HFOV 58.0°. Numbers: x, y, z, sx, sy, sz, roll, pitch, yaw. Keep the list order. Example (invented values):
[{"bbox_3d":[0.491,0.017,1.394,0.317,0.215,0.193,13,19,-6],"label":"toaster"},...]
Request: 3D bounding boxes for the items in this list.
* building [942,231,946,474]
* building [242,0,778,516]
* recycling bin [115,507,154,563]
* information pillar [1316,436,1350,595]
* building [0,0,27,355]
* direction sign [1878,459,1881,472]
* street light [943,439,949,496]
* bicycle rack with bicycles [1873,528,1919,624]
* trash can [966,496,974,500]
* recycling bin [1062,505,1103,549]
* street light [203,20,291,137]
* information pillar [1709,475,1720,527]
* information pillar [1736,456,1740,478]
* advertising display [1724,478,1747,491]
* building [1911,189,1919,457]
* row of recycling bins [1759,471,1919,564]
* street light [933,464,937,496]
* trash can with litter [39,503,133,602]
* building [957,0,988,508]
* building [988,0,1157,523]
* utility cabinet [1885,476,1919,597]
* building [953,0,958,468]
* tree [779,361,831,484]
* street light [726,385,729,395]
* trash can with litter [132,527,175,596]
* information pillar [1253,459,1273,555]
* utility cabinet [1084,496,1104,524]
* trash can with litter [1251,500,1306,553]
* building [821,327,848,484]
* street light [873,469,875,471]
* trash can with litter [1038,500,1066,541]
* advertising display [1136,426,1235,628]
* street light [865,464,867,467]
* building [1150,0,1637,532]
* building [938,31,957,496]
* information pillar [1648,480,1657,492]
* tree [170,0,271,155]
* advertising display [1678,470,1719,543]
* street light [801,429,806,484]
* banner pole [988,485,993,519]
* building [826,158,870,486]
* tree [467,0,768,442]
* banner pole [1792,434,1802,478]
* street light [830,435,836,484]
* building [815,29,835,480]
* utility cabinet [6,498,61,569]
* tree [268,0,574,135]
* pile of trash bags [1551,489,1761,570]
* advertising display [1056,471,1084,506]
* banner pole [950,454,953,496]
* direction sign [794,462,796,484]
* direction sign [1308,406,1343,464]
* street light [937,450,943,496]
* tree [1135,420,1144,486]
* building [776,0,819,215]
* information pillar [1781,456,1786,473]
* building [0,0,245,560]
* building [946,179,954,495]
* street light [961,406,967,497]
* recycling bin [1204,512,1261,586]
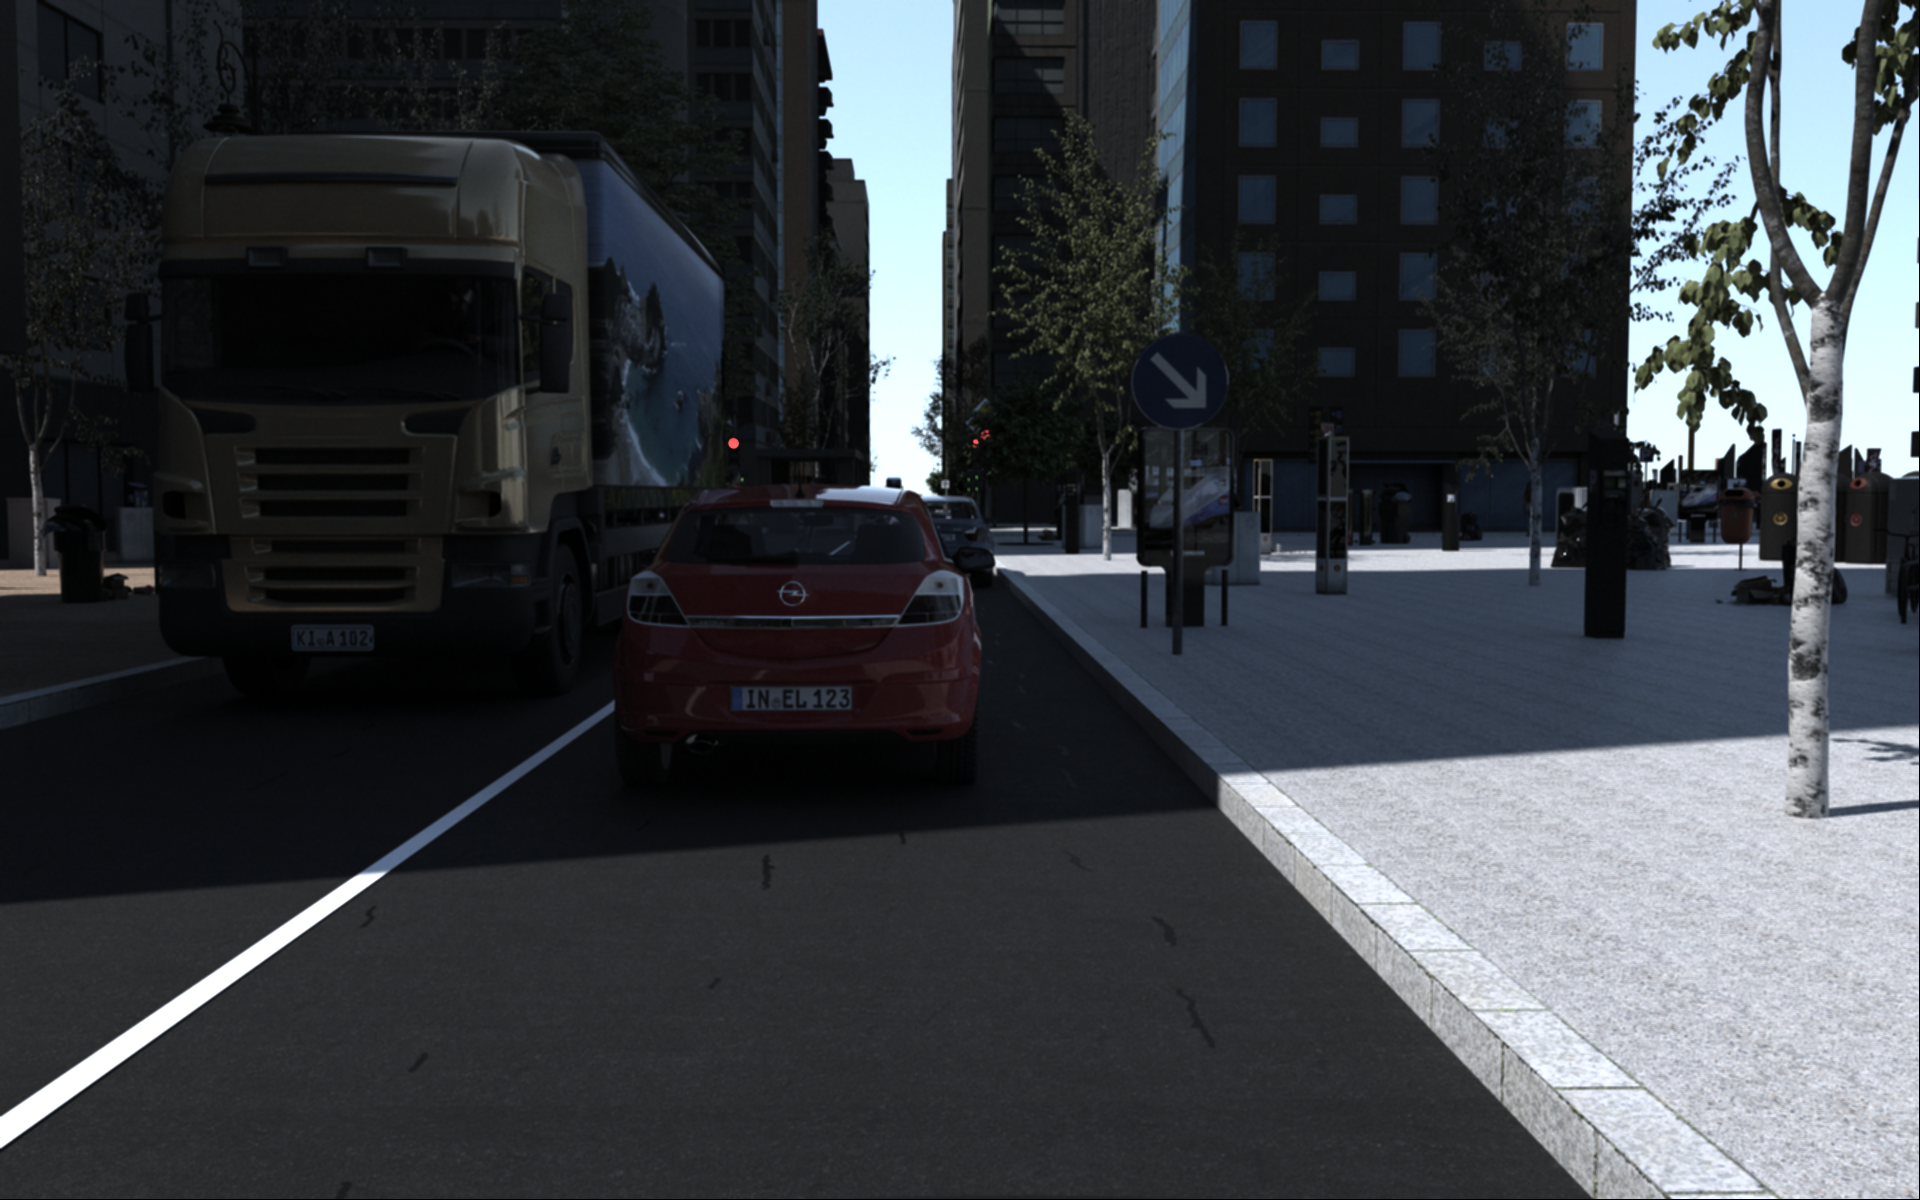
[{"bbox_3d":[4.001,-38.874,285.691,14.600,45.320,14.200,0,4,-1],"label":"building"},{"bbox_3d":[-20.196,-23.112,69.764,32.217,40.220,23.993,0,4,-1],"label":"building"},{"bbox_3d":[-15.486,-1.229,32.655,0.722,1.027,0.722,-2,4,-32],"label":"recycling bin"},{"bbox_3d":[4.766,-1.081,22.173,0.304,2.012,0.304,-1,4,-17],"label":"information pillar"},{"bbox_3d":[-16.240,-21.962,9.194,14.600,45.320,14.200,0,4,-1],"label":"building"},{"bbox_3d":[58.642,-7.294,111.251,0.876,3.537,0.379,2,4,35],"label":"direction sign"},{"bbox_3d":[-0.896,-9.822,133.377,0.468,5.910,1.993,0,4,-1],"label":"street light"},{"bbox_3d":[10.382,-0.233,17.192,2.852,0.926,2.925,3,5,41],"label":"bicycle rack with bicycles"},{"bbox_3d":[0.762,-6.472,117.468,0.748,1.137,0.748,0,3,0],"label":"trash can"},{"bbox_3d":[2.887,-1.730,40.843,0.722,1.027,0.722,3,5,40],"label":"recycling bin"},{"bbox_3d":[-7.083,-2.738,17.560,0.468,5.910,1.993,0,4,-1],"label":"street light"},{"bbox_3d":[29.190,-3.825,67.034,0.304,2.012,0.304,1,4,11],"label":"information pillar"},{"bbox_3d":[47.468,-6.993,105.697,0.183,3.616,0.504,0,4,2],"label":"information pillar"},{"bbox_3d":[30.727,-3.879,68.635,0.974,1.923,0.123,-1,4,-16],"label":"advertising display"},{"bbox_3d":[52.382,-27.286,69.835,21.600,48.544,21.300,0,4,-1],"label":"building"},{"bbox_3d":[16.602,-1.545,32.372,1.069,1.692,3.534,-2,4,-29],"label":"row of recycling bins"},{"bbox_3d":[-2.677,-14.468,209.336,0.468,5.910,1.993,0,4,-1],"label":"street light"},{"bbox_3d":[-10.450,-0.574,20.769,0.624,1.170,1.055,0,4,4],"label":"trash can with litter"},{"bbox_3d":[10.657,-32.065,147.957,21.300,48.544,21.600,0,4,-1],"label":"building"},{"bbox_3d":[8.259,-24.350,81.709,14.154,41.232,14.086,0,4,-1],"label":"building"},{"bbox_3d":[11.799,-0.769,21.256,0.318,1.500,1.173,0,4,3],"label":"utility cabinet"},{"bbox_3d":[9.775,-39.862,193.749,21.231,58.520,28.212,0,4,-1],"label":"building"},{"bbox_3d":[-9.207,-8.944,96.595,4.737,8.622,4.395,0,3,0],"label":"tree"},{"bbox_3d":[-8.010,-5.251,58.642,0.468,5.910,1.993,0,4,-1],"label":"street light"},{"bbox_3d":[-9.947,-0.716,22.766,1.678,1.210,2.233,2,4,26],"label":"trash can with litter"},{"bbox_3d":[6.400,-1.964,36.608,0.304,2.012,0.304,-1,4,-13],"label":"information pillar"},{"bbox_3d":[5.668,-3.826,73.721,1.020,1.237,0.306,0,4,4],"label":"utility cabinet"},{"bbox_3d":[6.623,-1.682,38.565,1.678,1.210,2.233,-1,4,-10],"label":"trash can with litter"},{"bbox_3d":[-26.725,-21.149,190.825,27.650,21.520,28.899,0,4,-1],"label":"building"},{"bbox_3d":[-12.936,-17.583,260.267,0.468,5.910,1.993,0,4,-1],"label":"street light"},{"bbox_3d":[2.716,-2.231,47.860,1.055,1.170,0.624,-2,4,-25],"label":"trash can with litter"},{"bbox_3d":[2.177,-0.704,16.718,0.974,1.923,0.123,-1,4,-17],"label":"advertising display"},{"bbox_3d":[-11.853,-15.030,218.534,0.468,5.910,1.993,0,4,-1],"label":"street light"},{"bbox_3d":[14.982,-25.273,63.318,14.200,45.320,14.600,0,4,-1],"label":"building"},{"bbox_3d":[6.887,-50.724,267.594,20.563,71.187,20.611,0,4,-1],"label":"building"},{"bbox_3d":[35.628,-5.177,89.138,0.304,2.012,0.304,-2,4,-26],"label":"information pillar"},{"bbox_3d":[-8.372,-4.319,20.982,4.360,8.622,3.978,0,3,0],"label":"tree"},{"bbox_3d":[19.580,-2.491,45.940,0.974,1.923,0.123,1,4,18],"label":"advertising display"},{"bbox_3d":[-9.082,-7.807,100.429,0.468,5.910,1.993,0,4,-1],"label":"street light"},{"bbox_3d":[1.267,-4.966,71.207,0.401,3.779,0.863,-1,4,-16],"label":"banner pole"},{"bbox_3d":[-24.139,-38.470,252.679,21.300,48.544,21.600,0,4,-1],"label":"building"},{"bbox_3d":[-8.413,-7.441,39.782,7.486,12.596,7.792,0,3,0],"label":"tree"},{"bbox_3d":[34.827,-5.026,72.195,0.863,3.779,0.401,-3,4,-37],"label":"banner pole"},{"bbox_3d":[-9.950,-9.991,136.136,0.468,5.910,1.993,0,4,-1],"label":"street light"},{"bbox_3d":[-23.128,-30.993,161.364,22.147,44.769,28.867,0,4,-1],"label":"building"},{"bbox_3d":[-16.048,-1.155,30.049,1.020,1.237,0.306,2,4,25],"label":"utility cabinet"},{"bbox_3d":[-7.533,-4.695,27.129,4.360,8.622,3.978,0,3,0],"label":"tree"},{"bbox_3d":[11.950,-1.233,29.912,3.447,1.369,1.912,3,5,42],"label":"pile of trash bags"},{"bbox_3d":[3.098,-2.665,48.793,0.123,1.923,0.974,-3,5,-43],"label":"advertising display"},{"bbox_3d":[-0.520,-7.237,108.347,0.401,3.779,0.863,0,4,6],"label":"banner pole"},{"bbox_3d":[-8.396,-5.889,88.281,0.379,3.537,0.876,-1,4,-11],"label":"direction sign"},{"bbox_3d":[9.459,-3.232,44.847,0.876,3.537,0.379,0,4,3],"label":"direction sign"},{"bbox_3d":[-1.719,-11.911,167.535,0.468,5.910,1.993,0,4,-1],"label":"street light"},{"bbox_3d":[5.300,-4.743,61.259,4.285,4.588,4.351,0,3,0],"label":"tree"},{"bbox_3d":[-18.728,-29.954,139.856,14.600,45.320,14.200,0,4,-1],"label":"building"},{"bbox_3d":[51.281,-7.143,108.135,0.183,3.616,0.504,-3,4,-39],"label":"information pillar"},{"bbox_3d":[-28.998,-36.560,36.011,20.611,71.187,20.563,0,4,-1],"label":"building"},{"bbox_3d":[5.156,-33.230,226.905,14.154,41.232,14.086,0,4,-1],"label":"building"},{"bbox_3d":[0.245,-7.225,90.909,0.468,5.910,1.993,0,4,-1],"label":"street light"},{"bbox_3d":[3.814,-0.740,24.652,0.722,1.027,0.722,-1,4,-14],"label":"recycling bin"}]
